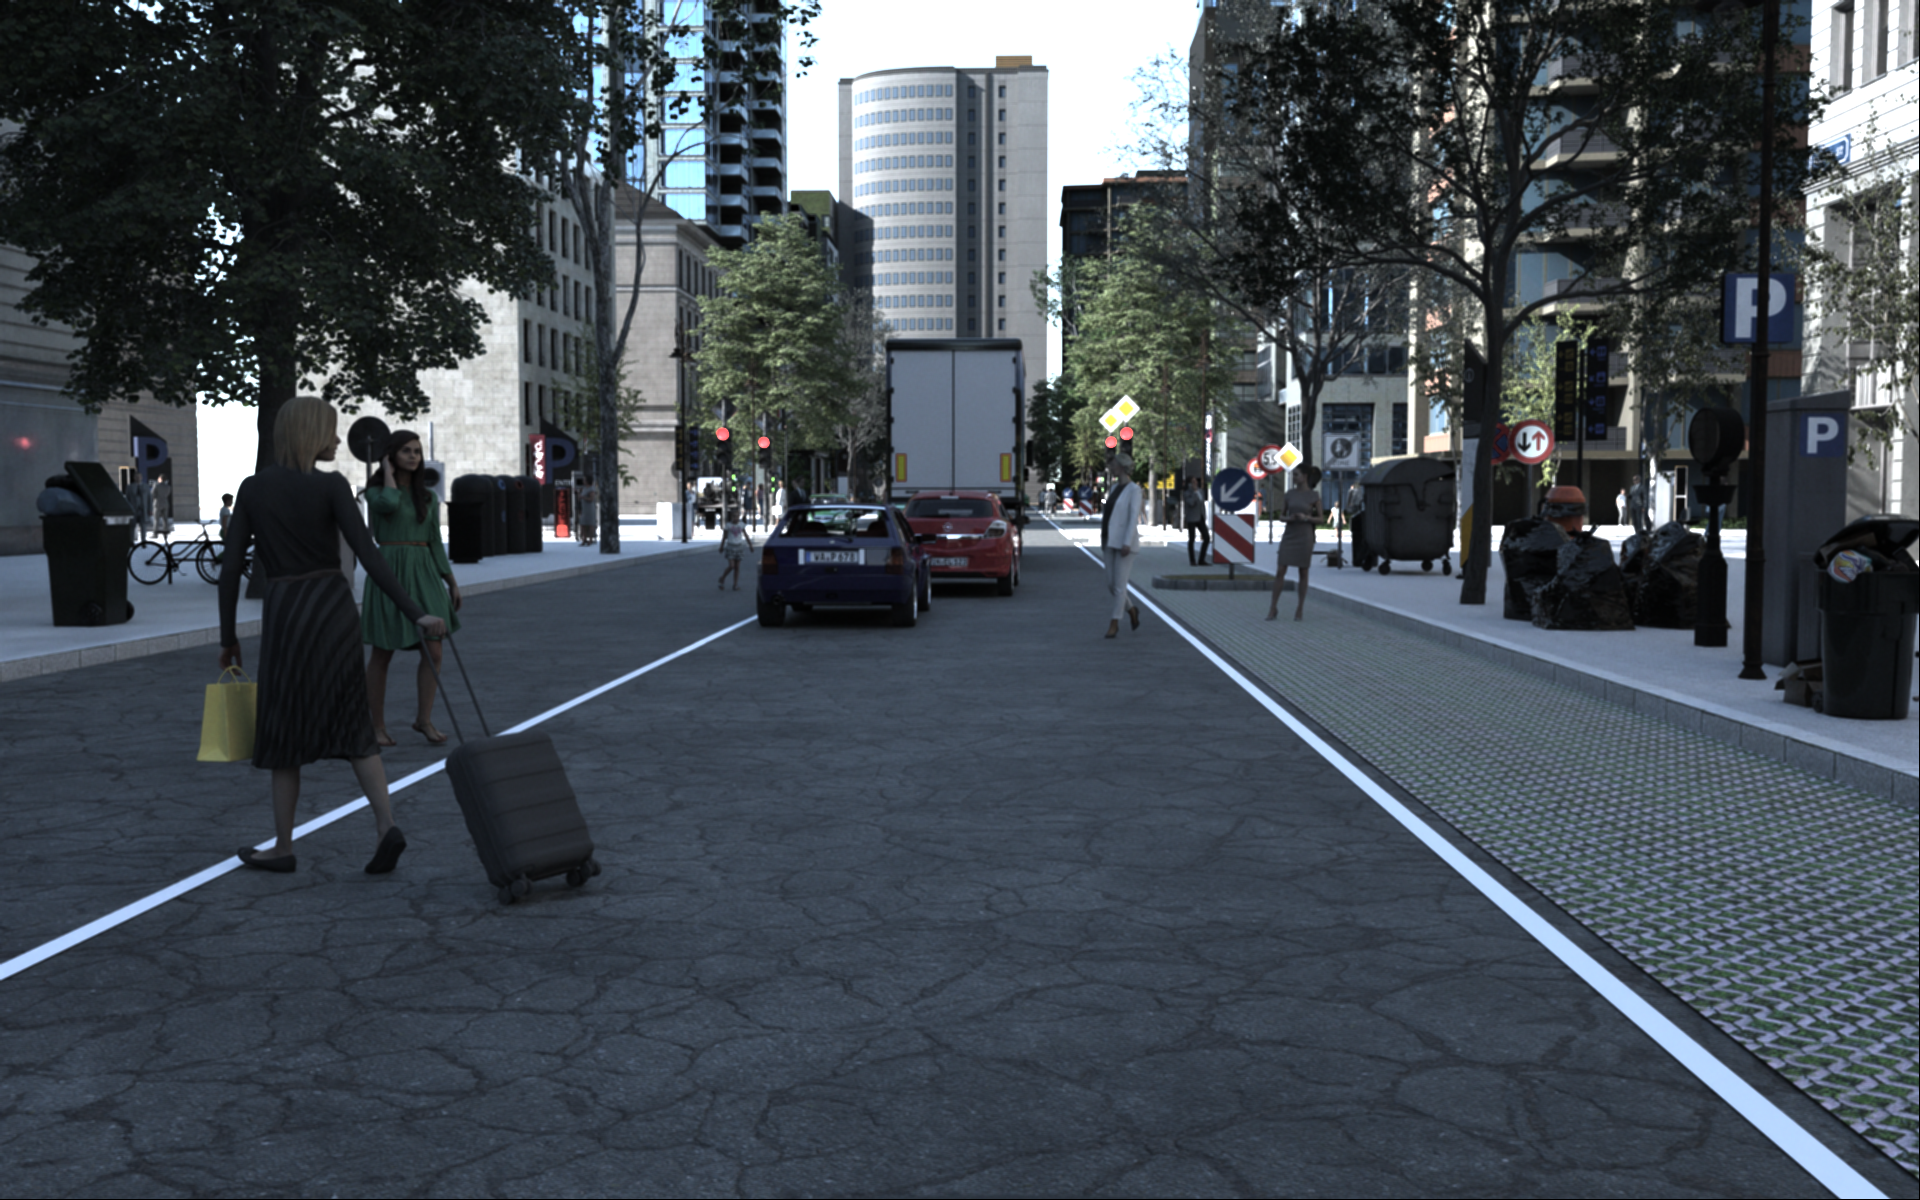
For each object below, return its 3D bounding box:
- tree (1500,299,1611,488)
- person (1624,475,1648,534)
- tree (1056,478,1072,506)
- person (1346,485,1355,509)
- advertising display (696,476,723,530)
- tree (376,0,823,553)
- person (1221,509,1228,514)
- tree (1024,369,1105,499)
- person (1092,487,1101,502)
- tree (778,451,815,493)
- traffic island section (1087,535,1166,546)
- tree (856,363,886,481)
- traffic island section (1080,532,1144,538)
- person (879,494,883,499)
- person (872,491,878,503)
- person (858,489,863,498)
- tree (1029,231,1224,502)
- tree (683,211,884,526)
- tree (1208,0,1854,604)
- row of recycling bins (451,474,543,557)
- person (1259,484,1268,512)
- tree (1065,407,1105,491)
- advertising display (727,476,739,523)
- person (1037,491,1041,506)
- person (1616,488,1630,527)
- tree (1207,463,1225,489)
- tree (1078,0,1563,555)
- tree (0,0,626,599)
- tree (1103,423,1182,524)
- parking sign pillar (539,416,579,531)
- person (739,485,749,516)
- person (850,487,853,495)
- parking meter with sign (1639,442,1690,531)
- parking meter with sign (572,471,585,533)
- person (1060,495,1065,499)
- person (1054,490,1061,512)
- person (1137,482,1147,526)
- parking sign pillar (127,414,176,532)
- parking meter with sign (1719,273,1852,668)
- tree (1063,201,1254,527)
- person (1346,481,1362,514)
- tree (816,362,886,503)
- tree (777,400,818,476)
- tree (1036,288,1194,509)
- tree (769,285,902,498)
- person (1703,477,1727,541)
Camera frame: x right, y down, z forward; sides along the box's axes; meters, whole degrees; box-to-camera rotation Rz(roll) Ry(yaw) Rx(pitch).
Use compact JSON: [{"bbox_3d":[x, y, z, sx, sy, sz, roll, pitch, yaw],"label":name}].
[{"bbox_3d":[21.959,-6.985,64.573,4.737,8.622,4.395,0,3,0],"label":"tree"},{"bbox_3d":[18.677,-2.549,47.896,0.590,1.801,0.661,-2,4,-27],"label":"person"},{"bbox_3d":[11.605,-11.947,189.929,1.663,3.219,1.824,0,3,0],"label":"tree"},{"bbox_3d":[21.460,-5.434,95.071,0.592,1.802,0.473,-1,4,-13],"label":"person"},{"bbox_3d":[-8.968,-3.482,62.141,0.974,1.923,0.123,0,4,1],"label":"advertising display"},{"bbox_3d":[-8.514,-10.998,35.711,12.611,20.169,13.585,0,3,0],"label":"tree"},{"bbox_3d":[17.020,-6.448,111.375,0.836,1.842,0.656,-2,4,-35],"label":"person"},{"bbox_3d":[10.717,-16.297,173.117,9.857,13.997,8.962,0,3,0],"label":"tree"},{"bbox_3d":[9.549,-7.045,121.398,0.661,1.801,0.590,0,4,0],"label":"person"},{"bbox_3d":[-7.376,-5.013,76.572,1.663,3.219,1.824,0,3,0],"label":"tree"},{"bbox_3d":[4.710,-1.641,49.114,2.009,0.180,2.903,0,4,2],"label":"traffic island section"},{"bbox_3d":[-4.745,-14.860,149.615,9.857,13.997,8.962,0,3,0],"label":"tree"},{"bbox_3d":[4.973,-2.129,57.094,2.009,0.180,2.903,0,4,2],"label":"traffic island section"},{"bbox_3d":[-6.007,-8.350,142.561,1.348,1.824,0.705,2,4,24],"label":"person"},{"bbox_3d":[-10.612,-12.552,213.360,1.348,1.869,0.705,-2,4,-24],"label":"person"},{"bbox_3d":[-10.114,-10.606,179.527,0.705,1.814,1.350,3,4,39],"label":"person"},{"bbox_3d":[11.529,-16.125,119.531,12.611,20.169,13.585,0,3,0],"label":"tree"},{"bbox_3d":[-7.333,-9.261,69.550,7.486,12.596,7.792,0,3,0],"label":"tree"},{"bbox_3d":[6.297,-5.221,19.771,7.601,10.594,8.767,2,4,26],"label":"tree"},{"bbox_3d":[-9.873,-1.820,36.875,1.069,1.692,3.534,0,4,8],"label":"row of recycling bins"},{"bbox_3d":[15.981,-5.221,91.430,0.581,1.822,0.654,-1,4,-12],"label":"person"},{"bbox_3d":[10.406,-11.698,141.618,4.737,8.622,4.395,0,3,0],"label":"tree"},{"bbox_3d":[-8.491,-3.508,62.565,0.974,1.923,0.123,0,4,-6],"label":"advertising display"},{"bbox_3d":[9.140,-11.500,196.536,1.348,1.822,0.705,-3,5,-45],"label":"person"},{"bbox_3d":[25.676,-3.574,67.069,0.523,1.515,0.503,2,4,30],"label":"person"},{"bbox_3d":[16.328,-7.009,109.191,1.663,3.219,1.824,0,3,0],"label":"tree"},{"bbox_3d":[7.468,-7.728,36.725,12.009,13.543,11.850,0,3,0],"label":"tree"},{"bbox_3d":[-8.540,-7.003,21.153,9.857,13.997,8.962,0,3,0],"label":"tree"},{"bbox_3d":[7.916,-5.614,75.495,4.285,4.588,4.351,0,3,0],"label":"tree"},{"bbox_3d":[-13.872,-4.375,60.000,1.447,3.967,1.447,-1,4,-21],"label":"parking sign pillar"},{"bbox_3d":[-12.386,-5.729,100.071,0.624,1.780,0.694,2,4,35],"label":"person"},{"bbox_3d":[-8.320,-7.622,130.846,0.473,1.802,0.592,0,4,2],"label":"person"},{"bbox_3d":[23.532,-3.762,57.766,0.543,3.016,1.738,-2,4,-32],"label":"parking meter with sign"},{"bbox_3d":[-12.461,-3.725,57.162,1.738,3.016,0.543,-1,4,-15],"label":"parking meter with sign"},{"bbox_3d":[12.930,-12.506,213.058,1.350,1.814,0.705,-1,4,-20],"label":"person"},{"bbox_3d":[7.446,-7.714,135.405,0.721,1.735,1.217,-3,5,-40],"label":"person"},{"bbox_3d":[7.318,-3.901,70.162,0.599,1.781,0.374,-1,4,-16],"label":"person"},{"bbox_3d":[-27.598,-4.317,59.059,1.447,3.967,1.447,2,4,35],"label":"parking sign pillar"},{"bbox_3d":[6.271,-1.021,12.955,0.543,3.016,1.738,0,4,3],"label":"parking meter with sign"},{"bbox_3d":[7.723,-9.156,67.832,7.486,12.596,7.792,0,3,0],"label":"tree"},{"bbox_3d":[15.891,-3.866,69.435,0.709,1.800,0.728,-3,4,-38],"label":"person"},{"bbox_3d":[-6.426,-11.146,116.645,7.601,10.594,8.767,3,4,36],"label":"tree"},{"bbox_3d":[-12.902,-10.658,124.627,4.737,8.622,4.395,0,3,0],"label":"tree"},{"bbox_3d":[8.674,-9.931,88.124,9.928,11.665,9.643,0,3,0],"label":"tree"},{"bbox_3d":[-6.559,-11.711,101.839,12.009,13.543,11.850,0,3,0],"label":"tree"},{"bbox_3d":[19.921,-2.409,45.693,0.793,1.790,0.793,1,4,22],"label":"person"}]
